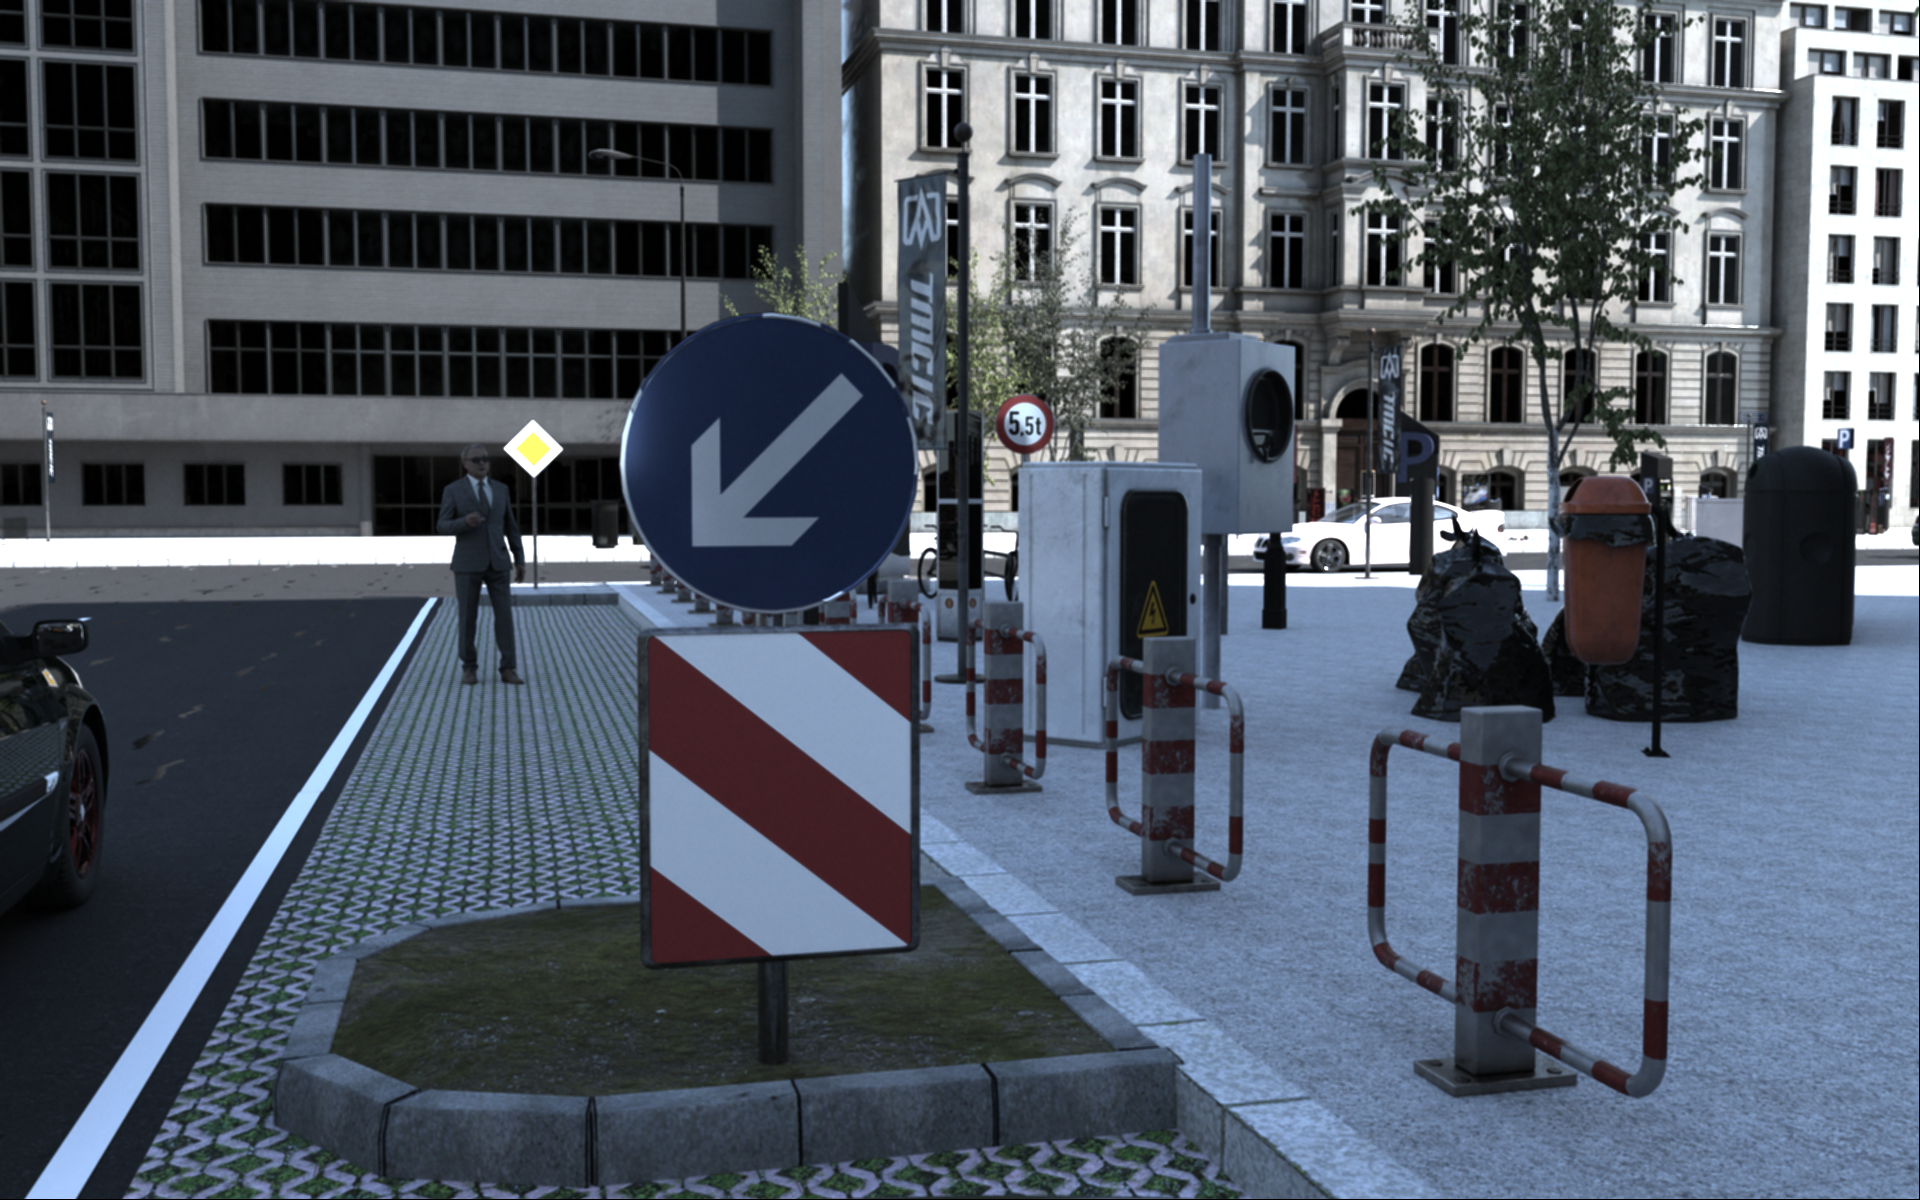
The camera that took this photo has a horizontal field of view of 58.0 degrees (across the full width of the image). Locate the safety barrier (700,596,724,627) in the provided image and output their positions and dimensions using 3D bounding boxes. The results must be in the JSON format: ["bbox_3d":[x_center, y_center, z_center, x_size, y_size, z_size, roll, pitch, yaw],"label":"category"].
[{"bbox_3d":[-2.283,-0.153,16.773,0.300,0.817,1.120,-1,4,-15],"label":"safety barrier"}]

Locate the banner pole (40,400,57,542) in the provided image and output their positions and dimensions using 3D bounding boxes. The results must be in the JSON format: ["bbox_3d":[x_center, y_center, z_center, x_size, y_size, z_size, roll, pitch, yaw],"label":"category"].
[{"bbox_3d":[-24.450,-3.454,46.496,0.401,3.779,0.863,-1,4,-9],"label":"banner pole"}]

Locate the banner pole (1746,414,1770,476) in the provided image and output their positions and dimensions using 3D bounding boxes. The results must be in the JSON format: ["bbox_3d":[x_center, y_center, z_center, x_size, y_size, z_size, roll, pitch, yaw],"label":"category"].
[{"bbox_3d":[24.760,-3.910,53.938,0.863,3.779,0.401,0,4,0],"label":"banner pole"}]

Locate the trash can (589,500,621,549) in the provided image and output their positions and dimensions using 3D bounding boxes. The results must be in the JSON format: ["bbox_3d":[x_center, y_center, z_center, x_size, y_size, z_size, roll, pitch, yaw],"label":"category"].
[{"bbox_3d":[-8.363,-1.783,40.811,0.748,1.137,0.748,0,3,0],"label":"trash can"}]

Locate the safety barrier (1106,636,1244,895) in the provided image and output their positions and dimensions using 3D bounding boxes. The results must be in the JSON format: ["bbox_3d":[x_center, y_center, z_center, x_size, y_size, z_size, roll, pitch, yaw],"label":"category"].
[{"bbox_3d":[0.677,0.529,5.627,0.300,0.817,1.120,-1,4,-15],"label":"safety barrier"}]

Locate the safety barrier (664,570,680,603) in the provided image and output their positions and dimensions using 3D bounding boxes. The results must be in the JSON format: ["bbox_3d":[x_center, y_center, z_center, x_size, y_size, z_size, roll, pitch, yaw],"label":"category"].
[{"bbox_3d":[-3.266,-0.381,20.499,0.300,0.817,1.120,-1,4,-15],"label":"safety barrier"}]

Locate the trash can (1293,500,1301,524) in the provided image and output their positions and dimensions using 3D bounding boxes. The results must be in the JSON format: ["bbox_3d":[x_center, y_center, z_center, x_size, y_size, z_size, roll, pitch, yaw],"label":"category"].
[{"bbox_3d":[8.550,-2.056,45.268,0.748,1.137,0.748,0,3,0],"label":"trash can"}]

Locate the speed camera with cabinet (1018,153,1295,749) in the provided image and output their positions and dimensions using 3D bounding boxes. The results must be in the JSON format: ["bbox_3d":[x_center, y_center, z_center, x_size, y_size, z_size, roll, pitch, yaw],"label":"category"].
[{"bbox_3d":[1.134,-0.930,9.534,0.660,3.252,2.038,3,4,38],"label":"speed camera with cabinet"}]

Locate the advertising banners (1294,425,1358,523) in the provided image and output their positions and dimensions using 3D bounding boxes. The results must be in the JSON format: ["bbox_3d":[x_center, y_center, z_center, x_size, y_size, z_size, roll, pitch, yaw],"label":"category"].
[{"bbox_3d":[9.024,-2.912,43.793,2.074,3.025,0.090,0,4,-2],"label":"advertising banners"}]

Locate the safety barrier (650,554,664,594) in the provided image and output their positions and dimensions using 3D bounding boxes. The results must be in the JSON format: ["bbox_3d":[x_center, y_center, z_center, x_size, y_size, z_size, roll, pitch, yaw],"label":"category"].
[{"bbox_3d":[-3.761,-0.494,22.351,0.300,0.817,1.120,-1,4,-15],"label":"safety barrier"}]

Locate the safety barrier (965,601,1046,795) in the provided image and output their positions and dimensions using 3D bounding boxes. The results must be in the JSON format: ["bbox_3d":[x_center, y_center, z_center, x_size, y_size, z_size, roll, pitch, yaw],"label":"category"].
[{"bbox_3d":[0.188,0.416,7.481,0.300,0.817,1.120,-1,4,-15],"label":"safety barrier"}]

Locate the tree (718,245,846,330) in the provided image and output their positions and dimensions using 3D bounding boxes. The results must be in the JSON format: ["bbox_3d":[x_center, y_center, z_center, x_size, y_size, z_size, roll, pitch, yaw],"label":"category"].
[{"bbox_3d":[-4.820,-6.114,50.325,4.737,8.622,4.395,0,3,0],"label":"tree"}]

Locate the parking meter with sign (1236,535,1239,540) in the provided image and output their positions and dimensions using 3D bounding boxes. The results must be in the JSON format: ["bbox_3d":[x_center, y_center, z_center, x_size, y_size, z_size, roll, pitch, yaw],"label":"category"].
[{"bbox_3d":[6.944,-3.185,48.331,1.738,3.016,0.543,0,4,-5],"label":"parking meter with sign"}]

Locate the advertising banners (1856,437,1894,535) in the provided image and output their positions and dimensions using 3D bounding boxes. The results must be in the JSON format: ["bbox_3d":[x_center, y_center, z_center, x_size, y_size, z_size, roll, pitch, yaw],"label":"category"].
[{"bbox_3d":[28.606,-3.547,54.182,0.090,3.025,2.074,0,4,1],"label":"advertising banners"}]

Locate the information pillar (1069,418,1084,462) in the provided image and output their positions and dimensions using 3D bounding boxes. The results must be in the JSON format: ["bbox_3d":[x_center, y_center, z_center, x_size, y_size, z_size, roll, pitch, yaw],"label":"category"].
[{"bbox_3d":[3.609,-3.799,53.476,0.504,3.616,0.183,2,4,35],"label":"information pillar"}]

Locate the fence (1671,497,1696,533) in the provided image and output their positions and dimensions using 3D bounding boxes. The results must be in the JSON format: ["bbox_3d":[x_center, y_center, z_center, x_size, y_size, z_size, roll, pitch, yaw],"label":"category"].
[{"bbox_3d":[23.721,-2.860,57.962,0.480,1.192,2.264,-1,4,-17],"label":"fence"}]

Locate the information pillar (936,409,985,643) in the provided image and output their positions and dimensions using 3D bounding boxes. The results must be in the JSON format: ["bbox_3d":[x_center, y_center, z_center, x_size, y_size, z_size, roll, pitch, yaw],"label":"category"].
[{"bbox_3d":[0.001,-0.647,15.068,0.304,2.012,0.304,3,5,40],"label":"information pillar"}]

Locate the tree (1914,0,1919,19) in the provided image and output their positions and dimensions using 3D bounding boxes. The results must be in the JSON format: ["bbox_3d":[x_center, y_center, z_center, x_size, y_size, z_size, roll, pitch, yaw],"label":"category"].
[{"bbox_3d":[8.150,-3.753,11.719,4.360,8.622,3.978,0,3,0],"label":"tree"}]

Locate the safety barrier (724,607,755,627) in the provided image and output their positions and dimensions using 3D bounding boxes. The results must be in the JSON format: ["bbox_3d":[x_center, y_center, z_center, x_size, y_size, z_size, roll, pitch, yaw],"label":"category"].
[{"bbox_3d":[-1.791,-0.039,14.919,0.300,0.817,1.120,-1,4,-15],"label":"safety barrier"}]

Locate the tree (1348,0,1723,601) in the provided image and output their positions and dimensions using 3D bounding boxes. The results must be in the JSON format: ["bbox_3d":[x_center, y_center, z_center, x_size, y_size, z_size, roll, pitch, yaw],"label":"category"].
[{"bbox_3d":[6.950,-4.284,20.401,4.737,8.622,4.395,0,3,0],"label":"tree"}]

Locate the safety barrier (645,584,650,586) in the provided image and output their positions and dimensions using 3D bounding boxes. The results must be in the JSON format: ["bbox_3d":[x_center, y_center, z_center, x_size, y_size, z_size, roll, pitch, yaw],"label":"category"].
[{"bbox_3d":[-4.256,-0.609,24.225,0.300,0.817,1.120,-1,4,-15],"label":"safety barrier"}]

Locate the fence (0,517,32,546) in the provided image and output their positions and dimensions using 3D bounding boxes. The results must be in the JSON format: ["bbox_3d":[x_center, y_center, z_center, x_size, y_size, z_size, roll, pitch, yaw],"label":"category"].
[{"bbox_3d":[-24.035,-1.754,44.061,0.278,0.683,2.069,-1,4,-13],"label":"fence"}]

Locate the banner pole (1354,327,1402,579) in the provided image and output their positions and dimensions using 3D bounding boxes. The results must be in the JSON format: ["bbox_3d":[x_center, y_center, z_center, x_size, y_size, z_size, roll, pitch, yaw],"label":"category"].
[{"bbox_3d":[6.299,-2.196,25.926,0.401,3.779,0.863,-2,4,-32],"label":"banner pole"}]

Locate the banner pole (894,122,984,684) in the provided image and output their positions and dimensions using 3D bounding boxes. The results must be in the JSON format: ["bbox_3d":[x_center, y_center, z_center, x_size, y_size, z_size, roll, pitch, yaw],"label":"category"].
[{"bbox_3d":[-0.146,-1.341,11.943,0.863,3.779,0.401,3,5,43],"label":"banner pole"}]

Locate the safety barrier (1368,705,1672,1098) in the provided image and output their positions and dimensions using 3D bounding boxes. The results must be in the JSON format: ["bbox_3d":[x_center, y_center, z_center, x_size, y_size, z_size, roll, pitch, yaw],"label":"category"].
[{"bbox_3d":[1.173,0.642,3.775,0.300,0.817,1.120,-1,4,-15],"label":"safety barrier"}]

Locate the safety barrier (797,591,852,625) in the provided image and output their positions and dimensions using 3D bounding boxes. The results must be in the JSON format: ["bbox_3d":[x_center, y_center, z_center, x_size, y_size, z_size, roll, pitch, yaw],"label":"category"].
[{"bbox_3d":[-0.794,0.189,11.187,0.300,0.817,1.120,-1,4,-15],"label":"safety barrier"}]

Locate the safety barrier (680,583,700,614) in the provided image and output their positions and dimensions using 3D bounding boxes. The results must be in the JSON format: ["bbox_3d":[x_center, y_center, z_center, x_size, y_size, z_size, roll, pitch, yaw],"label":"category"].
[{"bbox_3d":[-2.777,-0.267,18.641,0.300,0.817,1.120,-1,4,-15],"label":"safety barrier"}]

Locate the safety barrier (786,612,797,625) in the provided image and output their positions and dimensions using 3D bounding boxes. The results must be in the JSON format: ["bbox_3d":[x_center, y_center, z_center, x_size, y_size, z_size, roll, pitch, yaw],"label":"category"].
[{"bbox_3d":[-1.293,0.075,13.046,0.300,0.817,1.120,-1,4,-15],"label":"safety barrier"}]

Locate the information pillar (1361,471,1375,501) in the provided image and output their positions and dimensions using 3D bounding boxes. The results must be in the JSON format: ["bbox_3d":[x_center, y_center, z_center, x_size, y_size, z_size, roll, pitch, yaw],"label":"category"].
[{"bbox_3d":[12.782,-3.047,54.302,0.304,2.012,0.304,-3,5,-40],"label":"information pillar"}]

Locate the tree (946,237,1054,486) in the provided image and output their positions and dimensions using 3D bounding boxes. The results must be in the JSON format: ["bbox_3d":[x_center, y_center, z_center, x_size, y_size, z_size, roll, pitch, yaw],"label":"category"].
[{"bbox_3d":[0.681,-6.123,50.481,4.737,8.622,4.395,0,3,0],"label":"tree"}]

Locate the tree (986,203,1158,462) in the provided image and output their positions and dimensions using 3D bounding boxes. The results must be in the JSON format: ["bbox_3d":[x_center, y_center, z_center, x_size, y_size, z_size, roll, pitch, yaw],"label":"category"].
[{"bbox_3d":[2.624,-5.739,44.188,4.360,8.622,3.978,0,3,0],"label":"tree"}]

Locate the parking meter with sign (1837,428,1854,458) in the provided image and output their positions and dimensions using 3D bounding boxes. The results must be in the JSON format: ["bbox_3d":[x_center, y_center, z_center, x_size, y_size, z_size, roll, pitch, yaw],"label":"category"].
[{"bbox_3d":[22.689,-3.036,45.898,1.738,3.016,0.543,-1,4,-10],"label":"parking meter with sign"}]

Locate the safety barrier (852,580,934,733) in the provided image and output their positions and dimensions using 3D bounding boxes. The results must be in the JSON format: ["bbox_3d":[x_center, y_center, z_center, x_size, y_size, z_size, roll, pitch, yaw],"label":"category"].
[{"bbox_3d":[-0.306,0.302,9.333,0.300,0.817,1.120,-1,4,-15],"label":"safety barrier"}]
